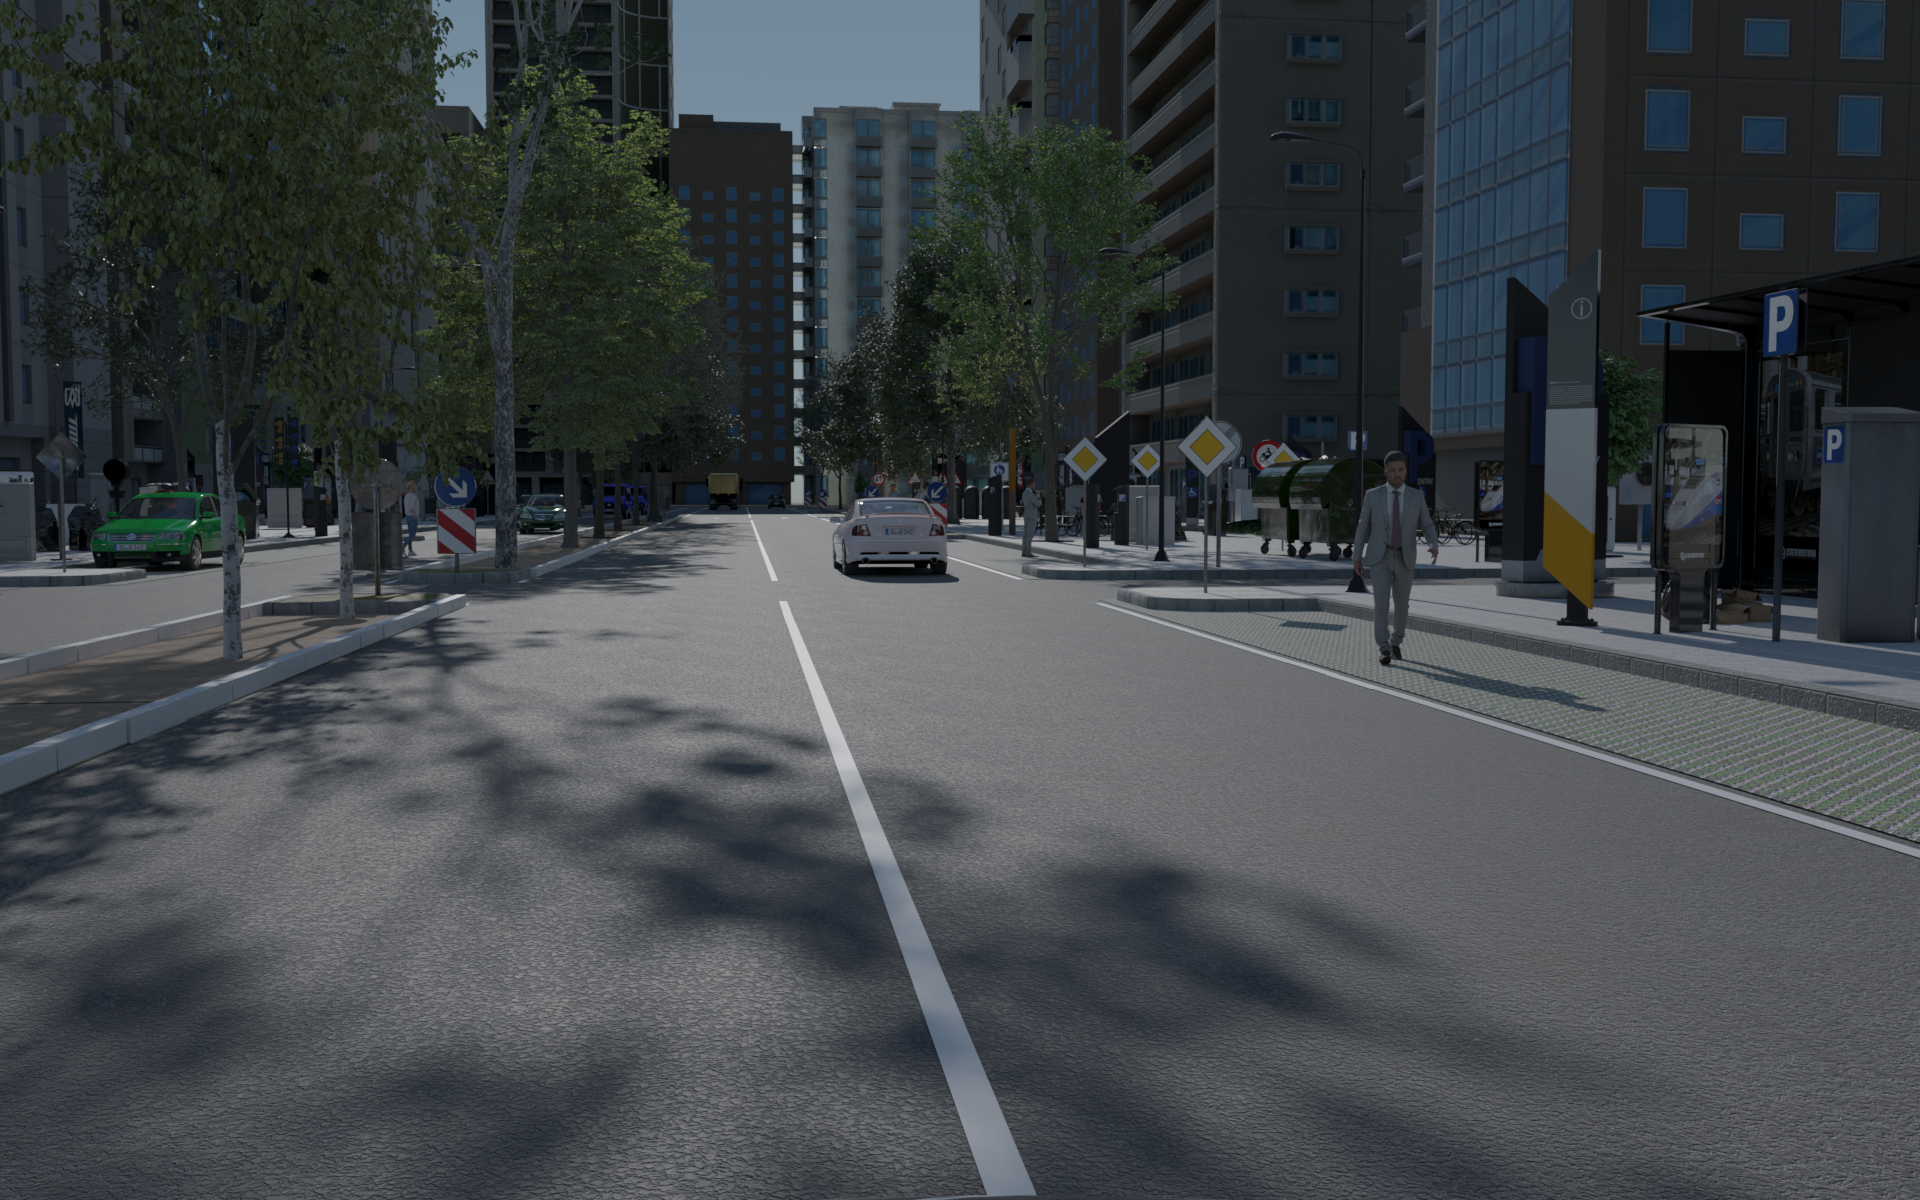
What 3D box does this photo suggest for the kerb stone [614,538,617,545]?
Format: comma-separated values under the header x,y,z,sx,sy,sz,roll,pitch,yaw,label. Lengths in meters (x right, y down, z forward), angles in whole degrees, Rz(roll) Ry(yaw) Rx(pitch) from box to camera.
x,y,z,sx,sy,sz,roll,pitch,yaw,label
-9.587,-1.551,47.552,0.120,0.150,1.000,0,4,-7,kerb stone

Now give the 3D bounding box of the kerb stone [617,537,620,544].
x,y,z,sx,sy,sz,roll,pitch,yaw,label
-9.712,-1.613,48.566,0.120,0.150,1.000,0,4,-7,kerb stone

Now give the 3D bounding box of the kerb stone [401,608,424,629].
x,y,z,sx,sy,sz,roll,pitch,yaw,label
-5.913,0.226,18.538,0.120,0.150,1.000,0,4,-7,kerb stone

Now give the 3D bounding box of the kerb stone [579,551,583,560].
x,y,z,sx,sy,sz,roll,pitch,yaw,label
-8.296,-0.929,37.377,0.120,0.150,1.000,0,4,-7,kerb stone

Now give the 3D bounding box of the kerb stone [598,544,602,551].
x,y,z,sx,sy,sz,roll,pitch,yaw,label
-8.937,-1.239,42.457,0.120,0.150,1.000,0,4,-7,kerb stone

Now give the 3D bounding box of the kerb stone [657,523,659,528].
x,y,z,sx,sy,sz,roll,pitch,yaw,label
-12.535,-2.979,70.947,0.120,0.150,1.000,0,4,-7,kerb stone

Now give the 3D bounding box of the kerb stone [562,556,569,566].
x,y,z,sx,sy,sz,roll,pitch,yaw,label
-7.916,-0.742,34.323,0.120,0.150,1.000,0,4,-7,kerb stone

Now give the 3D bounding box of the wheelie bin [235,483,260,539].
x,y,z,sx,sy,sz,roll,pitch,yaw,label
-20.284,-2.526,49.201,0.693,1.594,0.980,-1,4,-13,wheelie bin

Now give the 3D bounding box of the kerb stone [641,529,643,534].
x,y,z,sx,sy,sz,roll,pitch,yaw,label
-11.121,-2.296,59.765,0.120,0.150,1.000,0,4,-7,kerb stone

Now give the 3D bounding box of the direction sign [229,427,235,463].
x,y,z,sx,sy,sz,roll,pitch,yaw,label
-24.611,-4.068,58.507,0.379,3.537,0.876,-3,4,-36,direction sign

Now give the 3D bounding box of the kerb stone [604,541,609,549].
x,y,z,sx,sy,sz,roll,pitch,yaw,label
-9.190,-1.364,44.494,0.120,0.150,1.000,0,4,-7,kerb stone

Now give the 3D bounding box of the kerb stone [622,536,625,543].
x,y,z,sx,sy,sz,roll,pitch,yaw,label
-9.969,-1.738,50.607,0.120,0.150,1.000,0,4,-7,kerb stone

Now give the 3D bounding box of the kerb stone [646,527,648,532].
x,y,z,sx,sy,sz,roll,pitch,yaw,label
-11.510,-2.484,62.812,0.120,0.150,1.000,0,4,-7,kerb stone

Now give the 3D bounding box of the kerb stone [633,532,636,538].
x,y,z,sx,sy,sz,roll,pitch,yaw,label
-10.607,-2.049,55.704,0.120,0.150,1.000,0,4,-7,kerb stone

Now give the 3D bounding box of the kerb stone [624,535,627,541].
x,y,z,sx,sy,sz,roll,pitch,yaw,label
-10.090,-1.799,51.626,0.120,0.150,1.000,0,4,-7,kerb stone

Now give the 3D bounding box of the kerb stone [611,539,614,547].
x,y,z,sx,sy,sz,roll,pitch,yaw,label
-9.455,-1.488,46.531,0.120,0.150,1.000,0,4,-7,kerb stone

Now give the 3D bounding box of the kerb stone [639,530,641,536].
x,y,z,sx,sy,sz,roll,pitch,yaw,label
-11.001,-2.236,58.750,0.120,0.150,1.000,0,4,-7,kerb stone

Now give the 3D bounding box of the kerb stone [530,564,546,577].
x,y,z,sx,sy,sz,roll,pitch,yaw,label
-7.398,-0.494,30.266,0.120,0.150,1.000,0,4,-7,kerb stone

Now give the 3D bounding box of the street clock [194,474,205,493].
x,y,z,sx,sy,sz,roll,pitch,yaw,label
-27.024,-3.486,61.569,0.358,2.002,0.471,-2,4,-29,street clock

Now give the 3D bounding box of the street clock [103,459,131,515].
x,y,z,sx,sy,sz,roll,pitch,yaw,label
-17.371,-1.905,35.720,0.471,2.002,0.358,0,4,-2,street clock

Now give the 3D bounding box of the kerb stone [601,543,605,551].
x,y,z,sx,sy,sz,roll,pitch,yaw,label
-9.070,-1.302,43.479,0.120,0.150,1.000,0,4,-7,kerb stone

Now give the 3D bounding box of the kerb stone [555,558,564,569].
x,y,z,sx,sy,sz,roll,pitch,yaw,label
-7.781,-0.680,33.310,0.120,0.150,1.000,0,4,-7,kerb stone

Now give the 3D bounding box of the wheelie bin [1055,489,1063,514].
x,y,z,sx,sy,sz,roll,pitch,yaw,label
5.924,-5.929,104.840,0.693,1.594,0.980,2,4,26,wheelie bin

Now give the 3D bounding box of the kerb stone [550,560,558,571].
x,y,z,sx,sy,sz,roll,pitch,yaw,label
-7.653,-0.613,32.296,0.120,0.150,1.000,0,4,-7,kerb stone

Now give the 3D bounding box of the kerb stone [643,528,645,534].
x,y,z,sx,sy,sz,roll,pitch,yaw,label
-11.249,-2.359,60.783,0.120,0.150,1.000,0,4,-7,kerb stone

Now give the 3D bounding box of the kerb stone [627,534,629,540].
x,y,z,sx,sy,sz,roll,pitch,yaw,label
-10.230,-1.863,52.659,0.120,0.150,1.000,0,4,-7,kerb stone

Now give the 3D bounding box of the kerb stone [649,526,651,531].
x,y,z,sx,sy,sz,roll,pitch,yaw,label
-11.766,-2.609,64.845,0.120,0.150,1.000,0,4,-7,kerb stone

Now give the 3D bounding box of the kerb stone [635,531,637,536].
x,y,z,sx,sy,sz,roll,pitch,yaw,label
-10.742,-2.112,56.721,0.120,0.150,1.000,0,4,-7,kerb stone

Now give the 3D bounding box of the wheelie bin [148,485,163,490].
x,y,z,sx,sy,sz,roll,pitch,yaw,label
-28.624,-3.279,61.518,0.693,1.594,0.980,1,4,12,wheelie bin

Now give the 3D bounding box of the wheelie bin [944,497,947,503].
x,y,z,sx,sy,sz,roll,pitch,yaw,label
-0.593,-5.091,91.139,0.980,1.594,0.693,-1,4,-16,wheelie bin

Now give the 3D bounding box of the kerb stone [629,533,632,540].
x,y,z,sx,sy,sz,roll,pitch,yaw,label
-10.352,-1.925,53.674,0.120,0.150,1.000,0,4,-7,kerb stone

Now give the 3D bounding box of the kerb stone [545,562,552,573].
x,y,z,sx,sy,sz,roll,pitch,yaw,label
-7.533,-0.553,31.280,0.120,0.150,1.000,0,4,-7,kerb stone

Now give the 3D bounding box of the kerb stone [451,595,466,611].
x,y,z,sx,sy,sz,roll,pitch,yaw,label
-6.302,0.037,21.599,0.120,0.150,1.000,0,4,-7,kerb stone

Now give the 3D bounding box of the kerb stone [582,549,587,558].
x,y,z,sx,sy,sz,roll,pitch,yaw,label
-8.421,-0.989,38.392,0.120,0.150,1.000,0,4,-7,kerb stone

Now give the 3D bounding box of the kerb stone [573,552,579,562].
x,y,z,sx,sy,sz,roll,pitch,yaw,label
-8.165,-0.865,36.363,0.120,0.150,1.000,0,4,-7,kerb stone

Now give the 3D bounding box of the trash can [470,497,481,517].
x,y,z,sx,sy,sz,roll,pitch,yaw,label
-26.788,-5.142,95.722,0.748,1.137,0.748,0,3,0,trash can

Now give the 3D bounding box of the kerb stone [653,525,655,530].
x,y,z,sx,sy,sz,roll,pitch,yaw,label
-12.145,-2.795,67.899,0.120,0.150,1.000,0,4,-7,kerb stone

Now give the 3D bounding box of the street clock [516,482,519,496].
x,y,z,sx,sy,sz,roll,pitch,yaw,label
-24.849,-5.631,96.642,0.471,2.002,0.358,-1,4,-13,street clock

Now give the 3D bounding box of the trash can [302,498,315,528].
x,y,z,sx,sy,sz,roll,pitch,yaw,label
-24.898,-3.356,66.518,0.748,1.137,0.748,0,3,0,trash can

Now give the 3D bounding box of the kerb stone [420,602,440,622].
x,y,z,sx,sy,sz,roll,pitch,yaw,label
-6.050,0.162,19.560,0.120,0.150,1.000,0,4,-7,kerb stone

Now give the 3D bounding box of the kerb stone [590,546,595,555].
x,y,z,sx,sy,sz,roll,pitch,yaw,label
-8.678,-1.115,40.420,0.120,0.150,1.000,0,4,-7,kerb stone

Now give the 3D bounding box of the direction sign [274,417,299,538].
x,y,z,sx,sy,sz,roll,pitch,yaw,label
-19.794,-3.606,50.956,0.876,3.537,0.379,1,4,22,direction sign

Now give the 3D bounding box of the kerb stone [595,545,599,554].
x,y,z,sx,sy,sz,roll,pitch,yaw,label
-8.807,-1.177,41.434,0.120,0.150,1.000,0,4,-7,kerb stone

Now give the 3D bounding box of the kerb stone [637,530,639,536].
x,y,z,sx,sy,sz,roll,pitch,yaw,label
-10.875,-2.174,57.735,0.120,0.150,1.000,0,4,-7,kerb stone

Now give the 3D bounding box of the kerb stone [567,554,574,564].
x,y,z,sx,sy,sz,roll,pitch,yaw,label
-8.035,-0.804,35.342,0.120,0.150,1.000,0,4,-7,kerb stone

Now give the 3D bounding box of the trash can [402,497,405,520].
x,y,z,sx,sy,sz,roll,pitch,yaw,label
-28.235,-4.610,87.026,0.748,1.137,0.748,0,3,0,trash can

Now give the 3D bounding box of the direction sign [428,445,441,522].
x,y,z,sx,sy,sz,roll,pitch,yaw,label
-23.993,-5.350,79.469,0.379,3.537,0.876,3,5,43,direction sign

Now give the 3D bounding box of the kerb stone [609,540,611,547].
x,y,z,sx,sy,sz,roll,pitch,yaw,label
-9.325,-1.423,45.517,0.120,0.150,1.000,0,4,-7,kerb stone

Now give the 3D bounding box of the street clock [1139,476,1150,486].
x,y,z,sx,sy,sz,roll,pitch,yaw,label
7.328,-3.952,69.189,0.358,2.002,0.471,-3,4,-37,street clock

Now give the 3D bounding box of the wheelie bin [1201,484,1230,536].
x,y,z,sx,sy,sz,roll,pitch,yaw,label
7.901,-2.791,53.540,0.693,1.594,0.980,-2,4,-27,wheelie bin

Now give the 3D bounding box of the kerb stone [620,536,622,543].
x,y,z,sx,sy,sz,roll,pitch,yaw,label
-9.843,-1.674,49.593,0.120,0.150,1.000,0,4,-7,kerb stone

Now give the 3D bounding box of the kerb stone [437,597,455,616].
x,y,z,sx,sy,sz,roll,pitch,yaw,label
-6.176,0.099,20.582,0.120,0.150,1.000,0,4,-7,kerb stone

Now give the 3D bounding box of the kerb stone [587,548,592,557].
x,y,z,sx,sy,sz,roll,pitch,yaw,label
-8.545,-1.053,39.406,0.120,0.150,1.000,0,4,-7,kerb stone
